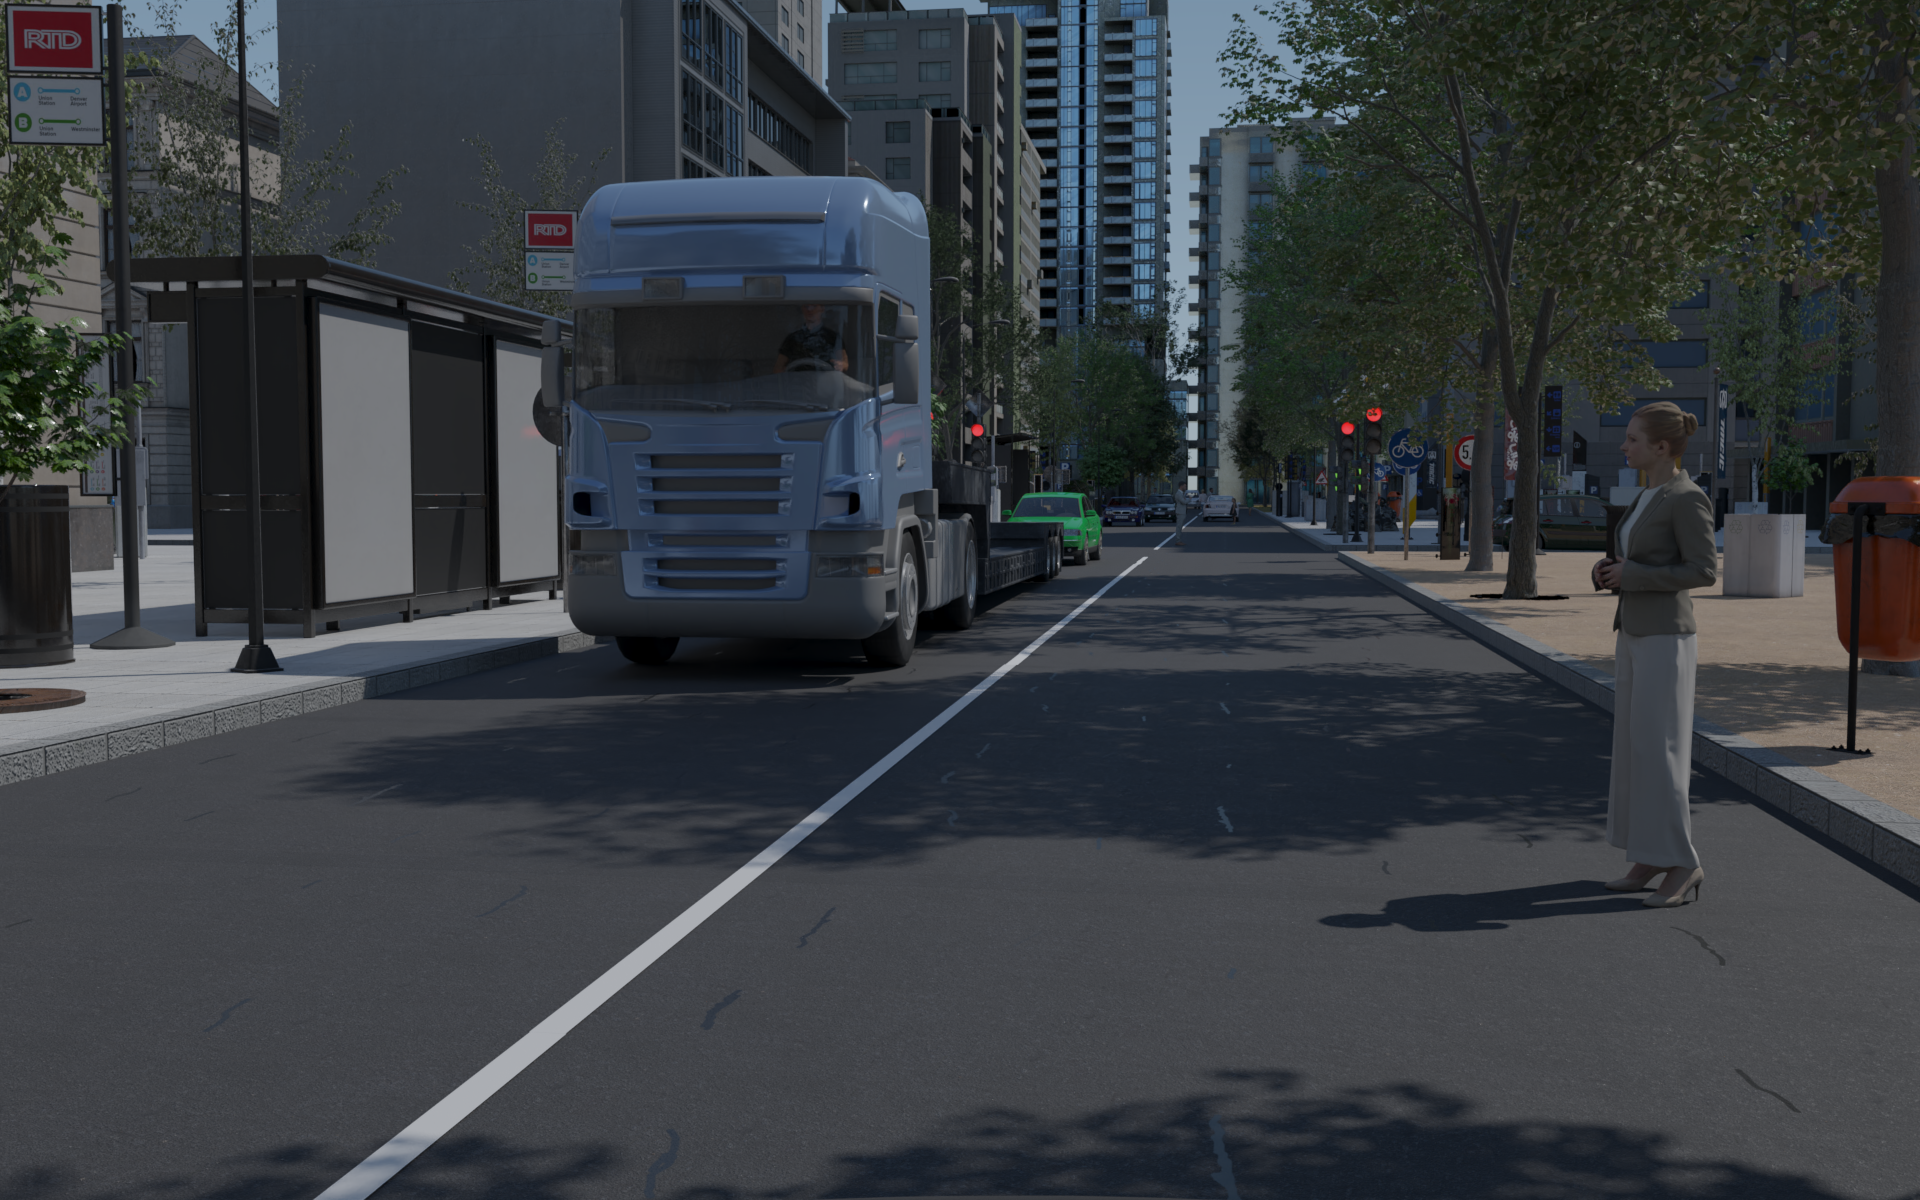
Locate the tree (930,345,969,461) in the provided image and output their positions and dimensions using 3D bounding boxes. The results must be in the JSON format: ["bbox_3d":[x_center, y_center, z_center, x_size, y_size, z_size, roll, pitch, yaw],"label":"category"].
[{"bbox_3d":[-1.696,-8.181,84.128,4.737,8.622,4.395,0,3,0],"label":"tree"}]

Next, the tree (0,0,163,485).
[{"bbox_3d":[-10.963,-4.206,19.125,4.737,8.622,4.395,0,3,0],"label":"tree"}]

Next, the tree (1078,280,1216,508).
[{"bbox_3d":[17.466,-18.058,151.142,12.611,20.169,13.585,0,3,0],"label":"tree"}]

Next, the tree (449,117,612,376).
[{"bbox_3d":[-8.530,-5.151,34.585,4.360,8.622,3.978,0,3,0],"label":"tree"}]

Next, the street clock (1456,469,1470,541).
[{"bbox_3d":[13.855,-2.604,47.148,0.471,2.002,0.358,-3,5,-43],"label":"street clock"}]

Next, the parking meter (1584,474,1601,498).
[{"bbox_3d":[18.271,-2.712,50.059,0.399,1.863,0.255,0,4,-1],"label":"parking meter"}]

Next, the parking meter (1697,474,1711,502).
[{"bbox_3d":[21.071,-2.656,49.143,0.399,1.863,0.255,1,4,20],"label":"parking meter"}]

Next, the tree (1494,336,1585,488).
[{"bbox_3d":[23.442,-7.409,71.505,4.737,8.622,4.395,0,3,0],"label":"tree"}]

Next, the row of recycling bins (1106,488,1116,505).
[{"bbox_3d":[9.467,-6.453,112.617,1.069,1.692,3.534,0,4,-5],"label":"row of recycling bins"}]

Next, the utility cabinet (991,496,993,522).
[{"bbox_3d":[0.447,-2.504,52.101,1.020,1.237,0.306,1,4,19],"label":"utility cabinet"}]

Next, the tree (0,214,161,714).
[{"bbox_3d":[-5.819,-0.960,10.291,1.663,3.219,1.824,0,3,0],"label":"tree"}]

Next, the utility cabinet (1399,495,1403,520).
[{"bbox_3d":[21.675,-4.522,85.093,1.020,1.237,0.306,0,4,3],"label":"utility cabinet"}]

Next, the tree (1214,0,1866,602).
[{"bbox_3d":[6.770,-5.808,20.710,9.928,11.665,9.643,0,3,0],"label":"tree"}]

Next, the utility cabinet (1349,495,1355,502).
[{"bbox_3d":[17.444,-4.087,77.988,0.306,1.237,1.020,2,4,33],"label":"utility cabinet"}]

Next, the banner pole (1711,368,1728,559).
[{"bbox_3d":[15.136,-2.724,34.550,0.401,3.779,0.863,3,5,43],"label":"banner pole"}]

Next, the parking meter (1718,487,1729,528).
[{"bbox_3d":[29.323,-3.557,66.567,0.372,1.533,0.369,0,3,0],"label":"parking meter"}]

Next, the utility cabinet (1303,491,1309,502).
[{"bbox_3d":[22.765,-6.447,114.084,0.318,1.500,1.173,0,4,5],"label":"utility cabinet"}]

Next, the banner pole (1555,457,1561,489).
[{"bbox_3d":[26.457,-5.298,76.634,0.401,3.779,0.863,3,4,36],"label":"banner pole"}]

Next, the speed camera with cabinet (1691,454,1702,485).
[{"bbox_3d":[35.715,-5.567,85.357,2.038,3.252,0.660,3,4,38],"label":"speed camera with cabinet"}]

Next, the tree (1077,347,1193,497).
[{"bbox_3d":[13.483,-13.366,135.546,9.611,12.733,9.660,0,3,0],"label":"tree"}]

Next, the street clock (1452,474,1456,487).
[{"bbox_3d":[17.346,-3.417,60.444,0.471,2.002,0.358,1,4,21],"label":"street clock"}]

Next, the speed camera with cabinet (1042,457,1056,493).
[{"bbox_3d":[4.117,-6.024,92.833,2.038,3.252,0.660,2,4,30],"label":"speed camera with cabinet"}]

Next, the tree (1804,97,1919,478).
[{"bbox_3d":[16.663,-4.831,29.344,4.360,8.622,3.978,0,3,0],"label":"tree"}]

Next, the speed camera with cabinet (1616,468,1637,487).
[{"bbox_3d":[23.770,-4.128,61.826,0.660,3.252,2.038,1,4,20],"label":"speed camera with cabinet"}]

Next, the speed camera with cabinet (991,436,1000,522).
[{"bbox_3d":[1.007,-3.974,59.306,0.660,3.252,2.038,0,4,6],"label":"speed camera with cabinet"}]

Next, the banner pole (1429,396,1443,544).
[{"bbox_3d":[12.346,-3.333,44.511,0.401,3.779,0.863,1,4,16],"label":"banner pole"}]

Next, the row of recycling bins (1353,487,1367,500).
[{"bbox_3d":[21.489,-5.293,93.652,1.069,1.692,3.534,1,4,10],"label":"row of recycling bins"}]

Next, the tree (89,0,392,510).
[{"bbox_3d":[-10.443,-4.557,24.874,4.360,8.622,3.978,0,3,0],"label":"tree"}]

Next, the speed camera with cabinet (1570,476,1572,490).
[{"bbox_3d":[30.294,-5.550,85.071,2.038,3.252,0.660,0,4,-3],"label":"speed camera with cabinet"}]

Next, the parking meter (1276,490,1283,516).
[{"bbox_3d":[18.358,-5.574,99.543,0.372,1.533,0.369,0,3,0],"label":"parking meter"}]

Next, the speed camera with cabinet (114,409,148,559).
[{"bbox_3d":[-16.635,-2.468,34.693,0.660,3.252,2.038,-2,4,-26],"label":"speed camera with cabinet"}]

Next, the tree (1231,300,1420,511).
[{"bbox_3d":[17.107,-8.787,78.088,7.601,10.594,8.767,0,4,-4],"label":"tree"}]

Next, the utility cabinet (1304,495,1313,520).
[{"bbox_3d":[16.922,-4.454,83.983,0.306,1.237,1.020,0,4,2],"label":"utility cabinet"}]

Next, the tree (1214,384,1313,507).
[{"bbox_3d":[30.451,-16.064,173.009,12.009,13.543,11.850,0,3,0],"label":"tree"}]

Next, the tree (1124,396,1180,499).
[{"bbox_3d":[19.515,-16.072,180.910,7.486,12.596,7.792,0,3,0],"label":"tree"}]

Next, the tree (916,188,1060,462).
[{"bbox_3d":[-0.335,-7.245,52.873,8.767,10.594,7.601,-3,5,-43],"label":"tree"}]

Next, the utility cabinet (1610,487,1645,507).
[{"bbox_3d":[20.415,-2.694,52.733,1.173,1.500,0.318,1,4,15],"label":"utility cabinet"}]

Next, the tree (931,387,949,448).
[{"bbox_3d":[-1.872,-3.105,34.479,4.285,4.588,4.351,0,3,0],"label":"tree"}]

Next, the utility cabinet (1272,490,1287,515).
[{"bbox_3d":[19.878,-6.011,106.964,1.173,1.500,0.318,3,5,42],"label":"utility cabinet"}]

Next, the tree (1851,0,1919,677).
[{"bbox_3d":[6.274,-5.746,12.071,7.486,12.596,7.792,0,3,0],"label":"tree"}]

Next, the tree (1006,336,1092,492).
[{"bbox_3d":[4.302,-8.018,81.453,4.737,8.622,4.395,0,3,0],"label":"tree"}]

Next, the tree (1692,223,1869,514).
[{"bbox_3d":[21.140,-5.823,45.561,4.737,8.622,4.395,0,3,0],"label":"tree"}]

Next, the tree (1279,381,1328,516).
[{"bbox_3d":[20.361,-9.291,102.267,4.737,8.622,4.395,0,3,0],"label":"tree"}]

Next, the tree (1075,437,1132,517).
[{"bbox_3d":[8.193,-7.044,98.876,4.285,4.588,4.351,0,3,0],"label":"tree"}]

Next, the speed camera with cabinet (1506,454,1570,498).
[{"bbox_3d":[21.208,-4.249,63.808,2.038,3.252,0.660,1,4,10],"label":"speed camera with cabinet"}]

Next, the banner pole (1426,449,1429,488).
[{"bbox_3d":[23.189,-5.782,84.551,0.863,3.779,0.401,1,4,13],"label":"banner pole"}]

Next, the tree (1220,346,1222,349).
[{"bbox_3d":[13.313,-8.897,63.600,7.486,12.596,7.792,0,3,0],"label":"tree"}]

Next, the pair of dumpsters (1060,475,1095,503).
[{"bbox_3d":[5.833,-5.129,86.345,1.574,2.255,4.437,1,4,9],"label":"pair of dumpsters"}]

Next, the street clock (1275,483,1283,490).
[{"bbox_3d":[20.572,-6.555,111.749,0.471,2.002,0.358,-2,4,-23],"label":"street clock"}]

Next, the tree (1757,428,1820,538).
[{"bbox_3d":[24.600,-3.466,51.267,1.663,3.219,1.824,0,3,0],"label":"tree"}]
